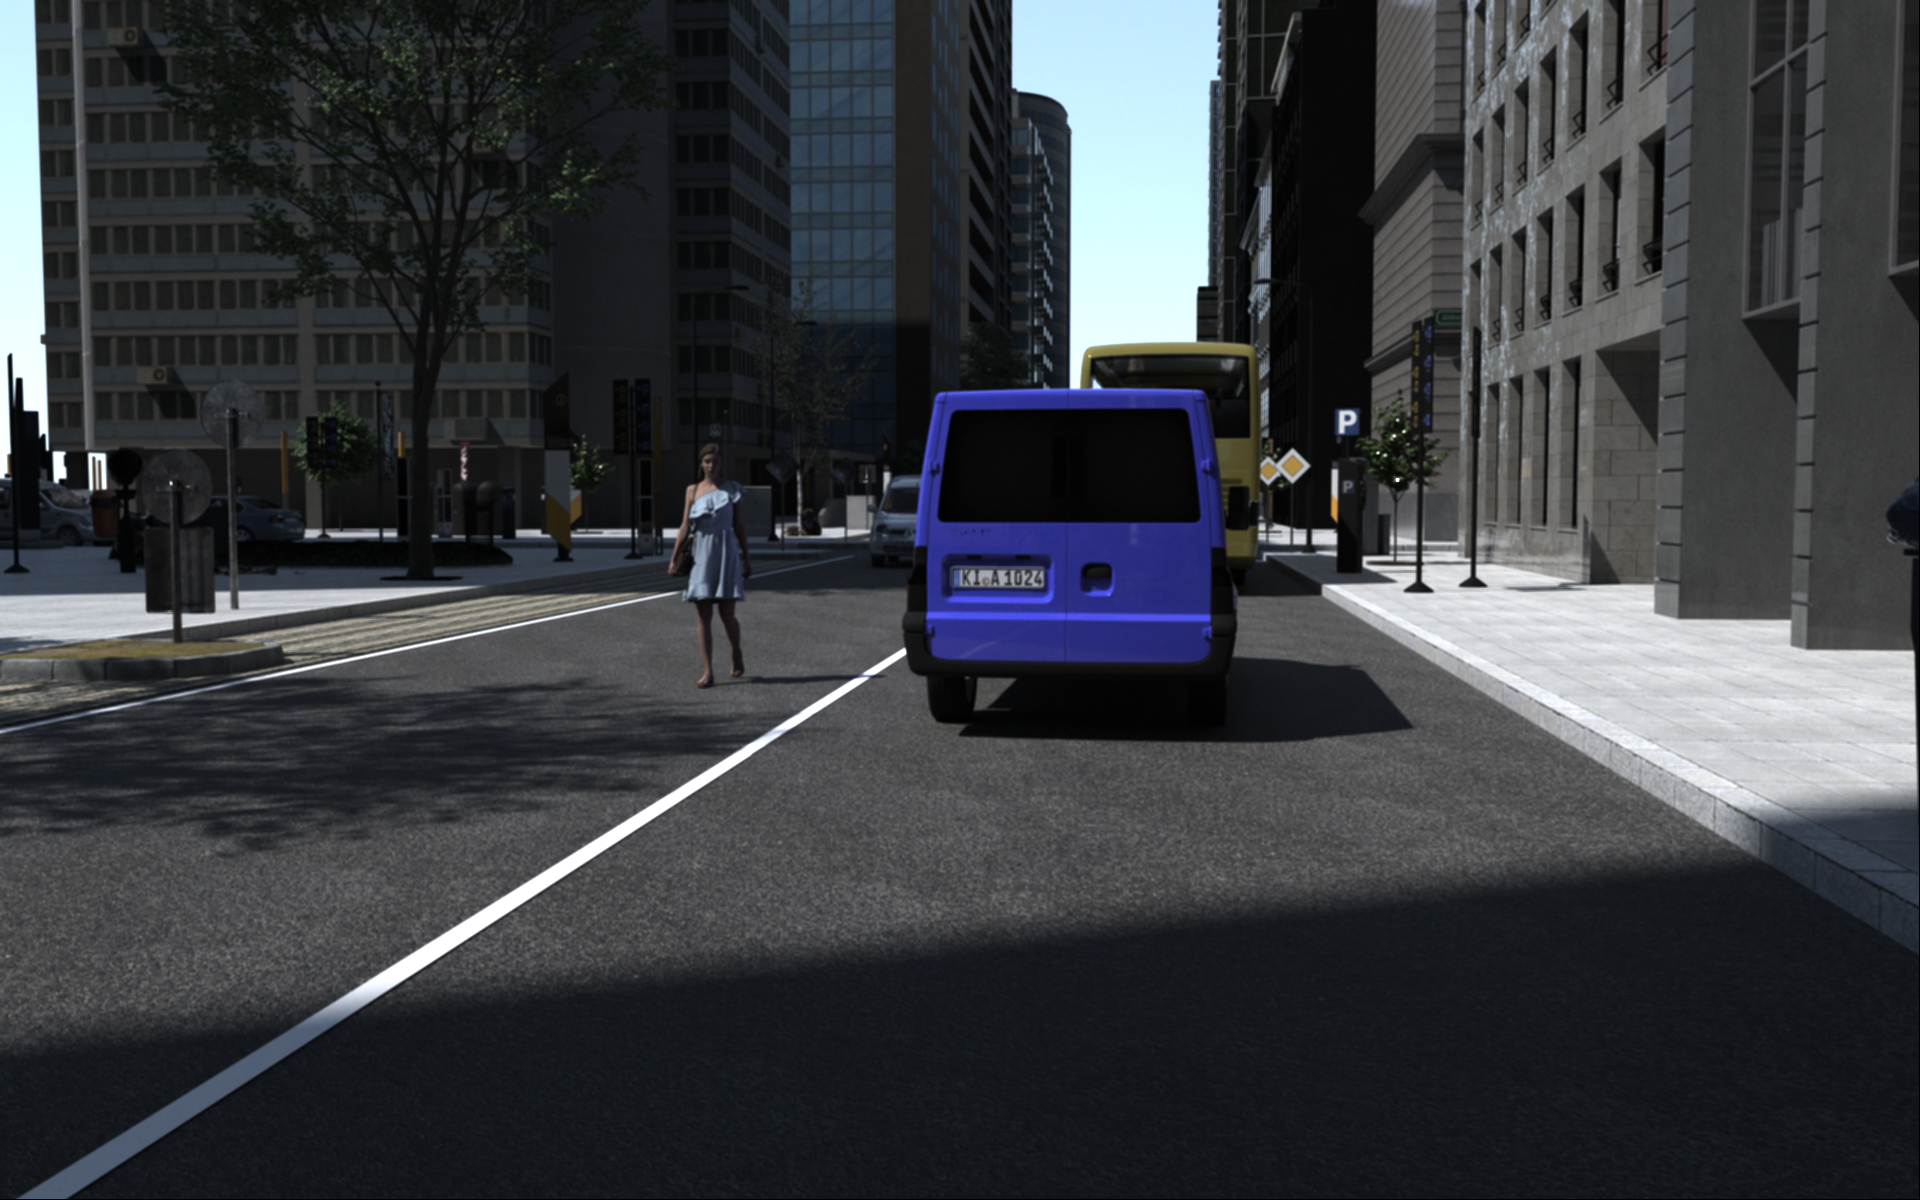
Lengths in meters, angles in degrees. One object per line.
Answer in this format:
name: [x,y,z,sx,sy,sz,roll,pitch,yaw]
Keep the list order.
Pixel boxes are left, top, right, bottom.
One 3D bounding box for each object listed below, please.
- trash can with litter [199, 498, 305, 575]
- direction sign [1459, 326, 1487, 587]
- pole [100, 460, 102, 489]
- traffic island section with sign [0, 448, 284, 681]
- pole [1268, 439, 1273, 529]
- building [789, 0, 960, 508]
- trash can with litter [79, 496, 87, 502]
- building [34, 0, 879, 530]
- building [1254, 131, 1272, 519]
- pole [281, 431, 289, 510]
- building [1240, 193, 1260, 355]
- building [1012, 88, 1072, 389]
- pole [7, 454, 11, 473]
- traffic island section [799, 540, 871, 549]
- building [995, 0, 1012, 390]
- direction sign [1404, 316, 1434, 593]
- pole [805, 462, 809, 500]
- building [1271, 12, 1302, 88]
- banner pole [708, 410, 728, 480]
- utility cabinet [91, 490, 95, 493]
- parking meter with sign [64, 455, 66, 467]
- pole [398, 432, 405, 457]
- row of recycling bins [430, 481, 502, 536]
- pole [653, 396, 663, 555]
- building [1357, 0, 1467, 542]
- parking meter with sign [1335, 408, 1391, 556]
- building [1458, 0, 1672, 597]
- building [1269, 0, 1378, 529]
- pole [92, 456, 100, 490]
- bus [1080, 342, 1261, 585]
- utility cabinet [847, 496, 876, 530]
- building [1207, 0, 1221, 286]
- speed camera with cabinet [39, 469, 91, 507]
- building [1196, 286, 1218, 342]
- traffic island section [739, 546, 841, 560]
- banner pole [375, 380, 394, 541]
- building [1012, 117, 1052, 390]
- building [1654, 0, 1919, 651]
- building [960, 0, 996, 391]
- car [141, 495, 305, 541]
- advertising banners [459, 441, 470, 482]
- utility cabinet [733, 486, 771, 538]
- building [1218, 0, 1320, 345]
trash can with litter: [-11.638,-1.018,27.706,2.233,1.210,1.678,1,4,12]
direction sign: [7.098,-1.948,23.854,0.379,3.537,0.876,1,4,22]
pole: [-51.390,-6.706,103.494,0.158,3.312,0.155,0,3,0]
traffic island section with sign: [-6.721,-0.339,14.168,1.989,1.847,2.006,0,4,6]
pole: [11.439,-4.281,63.841,0.158,3.312,0.155,0,3,0]
building: [-7.639,-27.459,99.073,14.600,45.320,14.200,0,4,6]
trash can with litter: [-26.972,-2.583,53.297,2.233,1.210,1.678,3,4,38]
building: [-20.406,-23.286,72.611,32.217,40.220,23.993,0,4,6]
building: [20.274,-14.586,87.636,9.793,20.994,18.267,0,4,6]
pole: [-21.897,-3.815,56.216,0.158,3.312,0.155,0,3,0]
building: [23.656,-16.576,107.173,11.583,22.565,21.152,0,4,6]
building: [4.969,-43.468,252.697,21.231,58.520,28.212,0,4,6]
pole: [-48.212,-5.755,87.944,0.158,3.312,0.155,0,3,0]
traffic island section: [-3.093,-1.491,46.652,2.009,0.180,2.903,0,4,6]
building: [-3.129,-44.984,173.732,20.563,71.187,20.611,0,4,6]
direction sign: [6.000,-1.868,22.545,0.379,3.537,0.876,0,4,-2]
pole: [-7.949,-5.892,90.178,0.158,3.312,0.155,0,3,0]
building: [37.331,-27.082,134.674,32.217,40.220,23.993,0,4,6]
banner pole: [-7.169,-3.776,51.756,0.863,3.779,0.401,-3,5,-41]
utility cabinet: [-42.915,-4.788,86.957,1.173,1.500,0.318,-3,5,-42]
parking meter with sign: [-38.696,-4.884,76.116,1.738,3.016,0.543,3,5,40]
pole: [-18.269,-3.847,56.747,0.158,3.312,0.155,0,3,0]
row of recycling bins: [-15.578,-2.858,53.840,3.534,1.692,1.069,2,4,33]
pole: [-6.312,-2.590,36.194,0.158,3.312,0.155,0,3,0]
building: [24.251,-16.108,50.755,23.554,28.519,14.401,0,4,6]
parking meter with sign: [8.429,-2.435,36.067,0.543,3.016,1.738,3,4,38]
building: [14.400,-10.466,25.865,10.420,20.320,16.860,0,4,6]
building: [19.184,-14.656,69.301,12.332,23.373,15.834,0,4,6]
pole: [-46.714,-6.096,93.507,0.158,3.312,0.155,0,3,0]
bus: [3.698,-2.359,30.122,2.896,3.916,12.252,0,4,7]
utility cabinet: [-3.556,-3.135,62.414,1.020,1.237,0.306,1,4,17]
building: [46.276,-57.936,259.921,22.319,86.520,31.000,0,4,6]
speed camera with cabinet: [-31.674,-4.067,60.839,2.038,3.252,0.660,-2,4,-27]
building: [39.673,-28.625,239.716,14.160,30.474,14.107,0,4,6]
traffic island section: [-3.980,-1.005,38.717,2.009,0.180,2.903,0,4,6]
banner pole: [-12.645,-2.940,38.087,0.863,3.779,0.401,3,5,44]
building: [0.248,-36.902,222.950,23.786,49.044,30.456,0,4,6]
building: [11.165,-13.760,2.477,11.434,29.767,29.804,0,4,6]
building: [-8.843,-31.149,132.980,21.300,48.544,21.600,0,4,6]
car: [-18.968,-1.950,43.892,4.499,1.417,2.014,0,4,7]
advertising banners: [-16.863,-3.736,57.272,2.074,3.025,0.090,3,4,36]
utility cabinet: [-6.024,-2.551,50.382,1.173,1.500,0.318,0,4,-8]
building: [41.370,-47.828,220.245,20.563,71.187,20.611,0,4,6]
